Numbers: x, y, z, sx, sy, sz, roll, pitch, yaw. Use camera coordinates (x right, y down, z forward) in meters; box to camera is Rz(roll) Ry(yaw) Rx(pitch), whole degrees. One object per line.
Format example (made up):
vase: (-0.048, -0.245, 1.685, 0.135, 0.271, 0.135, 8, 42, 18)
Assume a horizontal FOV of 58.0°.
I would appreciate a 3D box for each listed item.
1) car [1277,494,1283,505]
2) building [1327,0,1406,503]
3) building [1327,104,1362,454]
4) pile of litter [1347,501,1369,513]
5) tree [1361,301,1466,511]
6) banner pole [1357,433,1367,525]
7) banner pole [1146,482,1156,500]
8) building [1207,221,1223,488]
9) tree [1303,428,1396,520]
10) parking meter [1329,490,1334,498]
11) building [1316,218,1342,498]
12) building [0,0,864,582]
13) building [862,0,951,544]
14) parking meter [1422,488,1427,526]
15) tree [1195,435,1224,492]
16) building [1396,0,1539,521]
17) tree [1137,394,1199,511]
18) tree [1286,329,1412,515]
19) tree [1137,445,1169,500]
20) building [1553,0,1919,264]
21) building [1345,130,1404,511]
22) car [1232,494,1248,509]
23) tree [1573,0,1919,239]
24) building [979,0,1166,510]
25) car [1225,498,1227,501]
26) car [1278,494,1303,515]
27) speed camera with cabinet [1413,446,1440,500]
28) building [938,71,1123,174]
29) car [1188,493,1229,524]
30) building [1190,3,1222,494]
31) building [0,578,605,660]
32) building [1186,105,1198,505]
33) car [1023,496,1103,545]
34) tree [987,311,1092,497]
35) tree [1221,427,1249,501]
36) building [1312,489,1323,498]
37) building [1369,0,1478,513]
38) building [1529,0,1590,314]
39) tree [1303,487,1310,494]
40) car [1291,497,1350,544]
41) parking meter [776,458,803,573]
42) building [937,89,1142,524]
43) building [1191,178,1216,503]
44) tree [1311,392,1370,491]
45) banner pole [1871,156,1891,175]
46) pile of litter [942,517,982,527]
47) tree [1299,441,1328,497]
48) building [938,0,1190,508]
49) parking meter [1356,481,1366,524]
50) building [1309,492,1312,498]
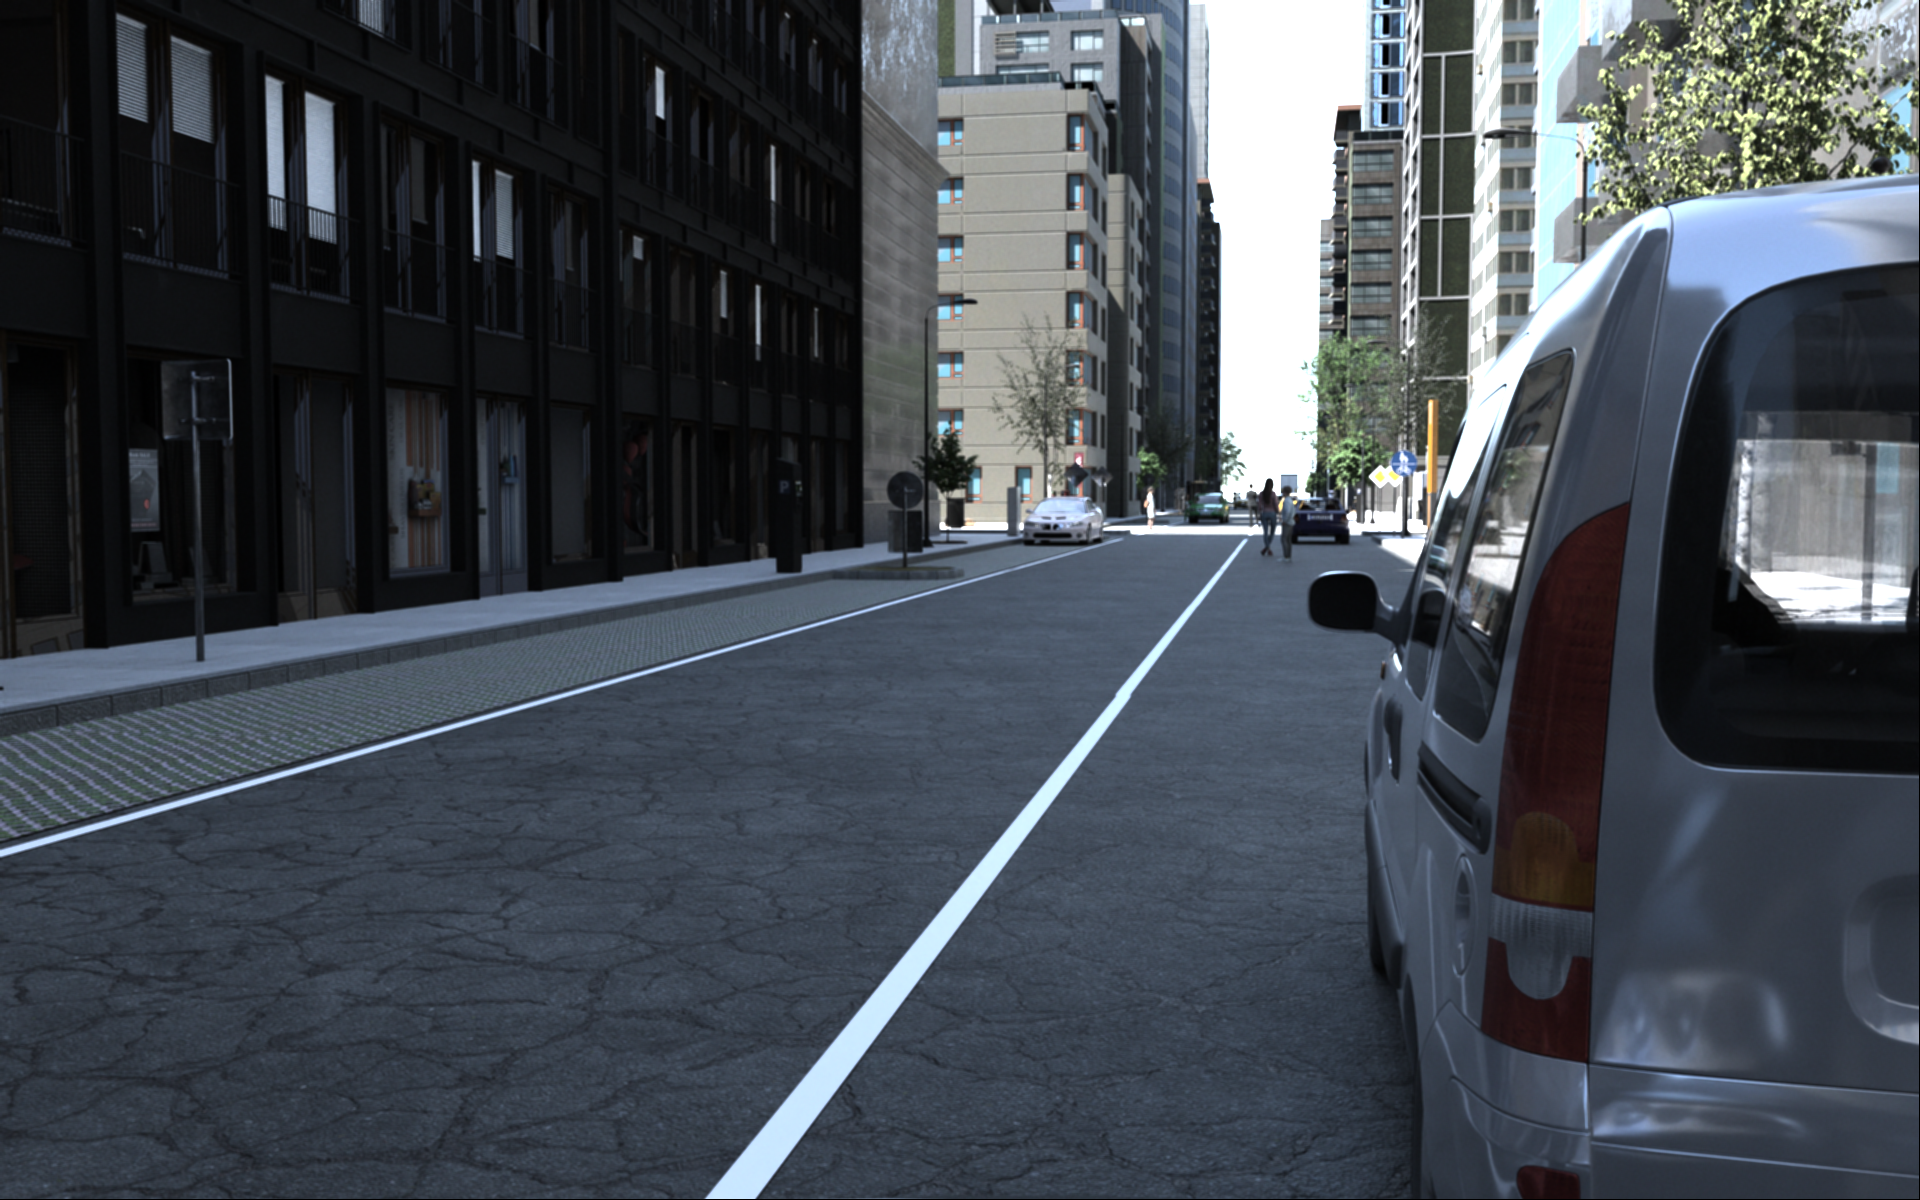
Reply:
car: (26.955, -8.198, 143.823, 2.009, 1.686, 4.222, 1, 4, 11)
building: (46.171, -51.799, 159.589, 22.319, 86.520, 31.000, 1, 4, 10)
building: (52.142, -32.803, 190.953, 22.147, 44.769, 28.867, 1, 4, 10)
pile of litter: (27.294, -6.430, 119.103, 1.719, 0.858, 1.176, 1, 4, 17)
tree: (17.373, -7.139, 67.078, 4.360, 8.622, 3.978, 0, 3, 0)
banner pole: (16.704, -5.007, 71.879, 0.401, 3.779, 0.863, 1, 4, 9)
banner pole: (13.555, -8.156, 123.365, 0.863, 3.779, 0.401, 0, 3, 0)
building: (34.670, -38.339, 276.955, 14.600, 45.320, 14.200, 1, 4, 10)
tree: (19.848, -6.249, 85.882, 4.285, 4.588, 4.351, 0, 3, 0)
parking meter: (25.355, -6.719, 118.274, 0.372, 1.533, 0.369, 0, 3, 0)
building: (60.153, -35.065, 256.901, 14.154, 41.232, 14.086, 1, 4, 10)
building: (-9.802, -12.509, 34.208, 12.332, 23.373, 15.834, 1, 4, 10)
building: (-13.552, -15.442, 49.745, 25.104, 27.353, 12.463, 1, 4, 10)
parking meter: (18.736, -3.735, 69.477, 0.372, 1.533, 0.369, 0, 3, 0)
tree: (29.862, -15.911, 210.508, 4.737, 8.622, 4.395, 0, 3, 0)
building: (39.135, -24.136, 86.512, 32.217, 40.220, 23.993, 1, 4, 10)
tree: (15.700, -11.120, 132.177, 4.360, 8.622, 3.978, 0, 3, 0)
tree: (24.094, -11.153, 108.111, 9.928, 11.665, 9.643, 0, 3, 0)
tree: (12.232, -8.087, 115.928, 4.285, 4.588, 4.351, 0, 3, 0)
building: (24.386, -25.268, 32.742, 23.786, 49.044, 30.456, 1, 4, 10)
building: (38.417, -22.513, 139.782, 14.160, 30.474, 14.107, 1, 4, 10)
car: (27.010, -9.486, 165.327, 2.015, 1.641, 3.980, 1, 4, 9)
tree: (8.165, -4.125, 17.805, 4.737, 8.622, 4.395, 0, 3, 0)
building: (9.502, -28.180, 144.329, 14.154, 41.232, 14.086, 1, 4, 10)
car: (24.374, -9.482, 164.813, 2.009, 1.686, 4.222, 1, 4, 11)
car: (22.412, -6.512, 116.702, 2.015, 1.641, 3.980, 1, 4, 9)
speed camera with cabinet: (19.727, -4.724, 71.576, 2.038, 3.252, 0.660, -2, 4, -24)
building: (3.817, -21.469, 122.723, 14.160, 30.474, 14.107, 1, 4, 10)
car: (12.339, -4.710, 85.807, 1.959, 1.807, 4.718, 1, 4, 12)
building: (28.967, -50.233, 259.553, 20.563, 71.187, 20.611, 1, 4, 10)
building: (-12.438, -11.524, 18.095, 12.332, 23.373, 15.834, 1, 4, 10)
building: (19.999, -33.645, 200.202, 14.600, 45.320, 14.200, 1, 4, 10)
car: (3.005, -2.285, 49.728, 2.083, 1.381, 4.827, 1, 4, 12)
tree: (3.407, -7.237, 68.690, 4.360, 8.622, 3.978, 0, 3, 0)
tree: (45.189, -22.928, 292.994, 7.486, 12.596, 7.792, 0, 3, 0)
building: (65.338, -33.299, 236.322, 32.217, 40.220, 23.993, 1, 4, 10)
building: (39.684, -41.663, 119.441, 20.563, 71.187, 20.611, 1, 4, 10)
building: (29.824, -25.355, 64.666, 14.200, 45.320, 14.600, 1, 4, 10)
tree: (53.063, -16.487, 264.167, 1.663, 3.219, 1.824, 0, 3, 0)
car: (10.524, -2.354, 51.066, 1.945, 1.354, 3.894, 1, 4, 9)
parking meter: (-2.773, -1.373, 28.168, 0.399, 1.863, 0.255, 2, 4, 27)
building: (-5.483, -15.034, 90.852, 27.650, 21.520, 28.899, 1, 4, 10)
building: (23.226, -35.550, 235.874, 22.147, 44.769, 28.867, 1, 4, 10)
tree: (27.208, -10.635, 124.238, 4.737, 8.622, 4.395, 0, 3, 0)
banner pole: (6.831, -1.417, 13.178, 0.401, 3.779, 0.863, 0, 4, 1)
pile of litter: (0.093, -3.294, 67.821, 1.719, 0.858, 1.176, -1, 4, -12)
tree: (44.934, -16.432, 219.018, 4.360, 8.622, 3.978, 0, 3, 0)
building: (10.490, -38.109, 165.089, 21.231, 58.520, 28.212, 1, 4, 10)
parking meter: (17.338, -4.233, 74.925, 0.255, 1.863, 0.399, -2, 4, -31)
building: (72.250, -35.692, 275.437, 32.217, 40.220, 23.993, 1, 4, 10)
